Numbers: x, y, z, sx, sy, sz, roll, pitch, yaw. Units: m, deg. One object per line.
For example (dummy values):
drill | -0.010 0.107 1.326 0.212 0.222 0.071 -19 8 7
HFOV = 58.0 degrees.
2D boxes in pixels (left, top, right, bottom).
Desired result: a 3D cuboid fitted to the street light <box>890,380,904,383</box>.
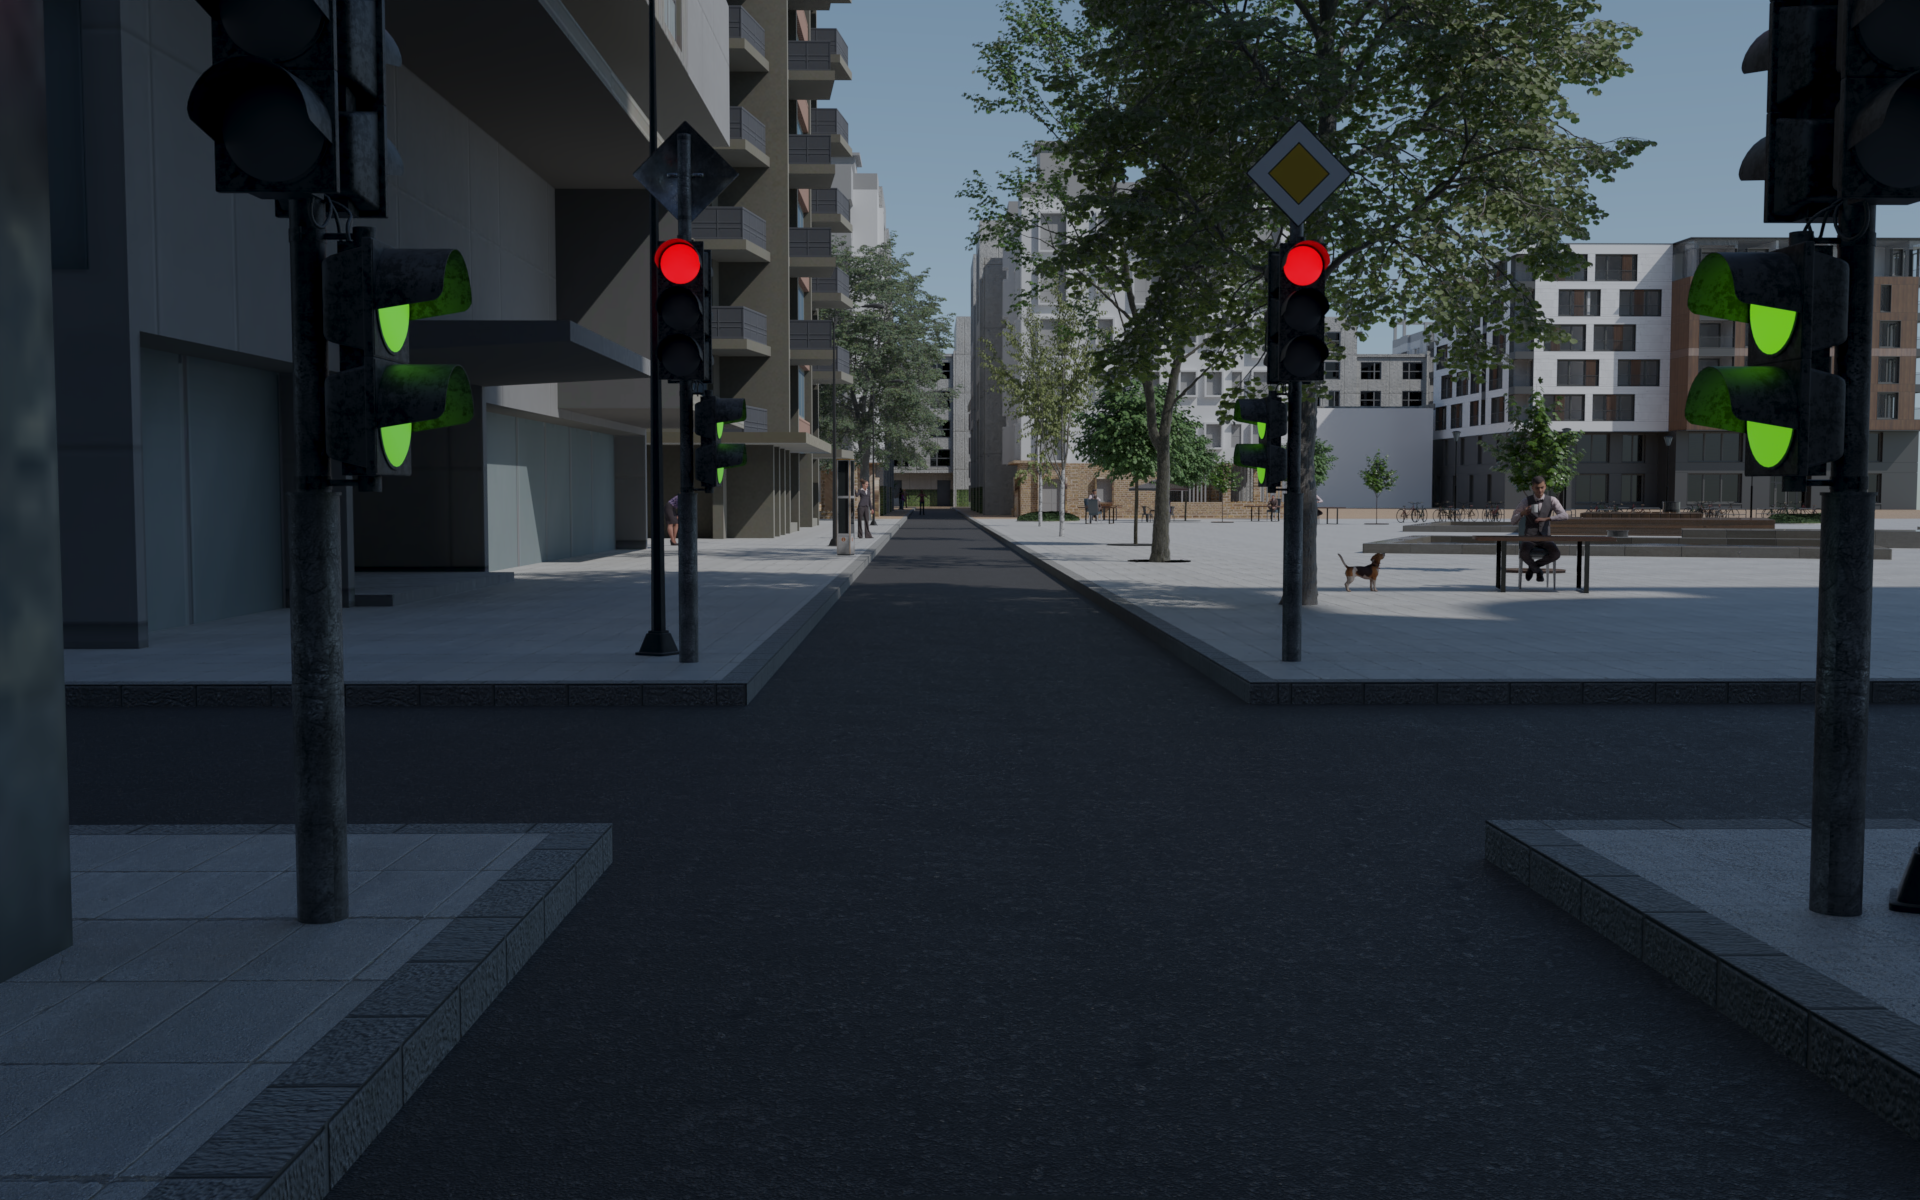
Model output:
street light | -2.979 -5.984 70.372 1.470 5.913 1.316 0 4 -1

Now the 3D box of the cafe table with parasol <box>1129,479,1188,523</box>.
cafe table with parasol | 8.911 -4.464 77.860 2.610 1.966 2.610 1 4 14

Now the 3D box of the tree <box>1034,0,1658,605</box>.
tree | 4.339 -6.230 19.995 7.486 12.596 7.792 0 3 0

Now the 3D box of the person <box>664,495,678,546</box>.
person | -6.995 -2.059 42.941 0.697 1.427 0.421 0 4 8

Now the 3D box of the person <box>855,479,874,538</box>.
person | -2.789 -2.626 49.779 0.445 1.727 0.742 1 4 20

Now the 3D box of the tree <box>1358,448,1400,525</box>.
tree | 17.676 -4.785 72.830 1.663 3.219 1.824 0 3 0

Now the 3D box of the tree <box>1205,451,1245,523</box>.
tree | 11.869 -5.061 77.349 1.663 3.219 1.824 0 3 0

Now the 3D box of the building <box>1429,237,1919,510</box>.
building | 61.285 -18.830 151.839 32.646 21.610 27.936 0 4 -1

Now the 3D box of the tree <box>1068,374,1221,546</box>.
tree | 4.429 -3.632 43.096 4.285 4.588 4.351 0 3 0

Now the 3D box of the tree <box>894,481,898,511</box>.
tree | -5.571 -8.474 133.144 1.663 3.219 1.824 0 3 0

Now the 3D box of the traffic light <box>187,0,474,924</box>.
traffic light | -1.907 -0.990 5.113 0.839 4.253 0.868 0 4 -1

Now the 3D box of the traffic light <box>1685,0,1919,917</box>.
traffic light | 2.674 -0.996 5.211 0.839 4.253 0.868 0 4 -1

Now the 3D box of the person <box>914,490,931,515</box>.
person | -2.584 -6.693 118.652 1.217 1.743 0.721 -1 4 -12

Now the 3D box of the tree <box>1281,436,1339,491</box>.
tree | 17.359 -6.326 87.147 4.285 4.588 4.351 0 3 0

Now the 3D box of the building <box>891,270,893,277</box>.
building | -22.303 -18.753 150.586 32.646 21.610 27.936 0 4 -1

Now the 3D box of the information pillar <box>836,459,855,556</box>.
information pillar | -2.387 -1.936 36.151 0.304 2.012 0.304 1 4 15

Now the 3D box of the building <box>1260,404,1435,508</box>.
building | 29.932 -13.389 161.052 28.070 9.664 9.099 0 4 -1

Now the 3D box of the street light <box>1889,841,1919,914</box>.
street light | 2.506 -1.997 5.195 1.470 5.913 1.316 0 4 -1

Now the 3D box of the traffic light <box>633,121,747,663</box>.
traffic light | -2.051 -1.479 13.097 0.839 4.253 0.868 0 4 -1

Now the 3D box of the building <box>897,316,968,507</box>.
building | -0.516 -19.226 180.800 31.486 18.905 16.747 0 4 -1

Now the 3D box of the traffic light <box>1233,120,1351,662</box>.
traffic light | 2.529 -1.485 13.195 0.839 4.253 0.868 0 4 -1

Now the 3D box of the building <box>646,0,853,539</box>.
building | -15.236 -24.865 61.165 22.147 44.769 28.867 0 4 -1

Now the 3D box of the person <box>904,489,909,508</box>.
person | -5.041 -9.209 157.166 0.990 1.755 0.434 1 4 19

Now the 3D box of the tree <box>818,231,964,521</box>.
tree | -4.692 -10.796 83.173 9.857 13.997 8.962 0 3 0

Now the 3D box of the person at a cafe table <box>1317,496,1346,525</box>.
person at a cafe table | 15.189 -3.974 73.492 1.698 1.524 1.622 -1 4 -23

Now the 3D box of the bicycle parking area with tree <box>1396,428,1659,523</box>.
bicycle parking area with tree | 24.555 -5.509 77.077 9.016 4.147 8.231 -2 4 -33

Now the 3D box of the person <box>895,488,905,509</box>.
person | -4.974 -8.474 144.605 0.705 1.822 1.348 2 4 32

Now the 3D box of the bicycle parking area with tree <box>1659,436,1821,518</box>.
bicycle parking area with tree | 35.970 -5.906 83.558 9.016 4.147 8.231 -1 4 -10

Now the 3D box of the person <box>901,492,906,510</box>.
person | -4.535 -7.977 139.688 0.599 1.433 0.991 -1 4 -15

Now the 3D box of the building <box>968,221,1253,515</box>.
building | 9.488 -15.547 120.656 16.747 18.905 31.486 0 4 -1

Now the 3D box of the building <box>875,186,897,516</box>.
building | -13.111 -15.226 115.396 16.747 18.905 31.486 0 4 -1

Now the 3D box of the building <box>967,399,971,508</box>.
building | 5.504 -12.780 151.096 9.099 9.664 28.070 0 4 -1

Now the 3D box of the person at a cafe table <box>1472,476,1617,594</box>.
person at a cafe table | 7.724 -0.891 23.075 1.698 1.524 1.622 1 4 12

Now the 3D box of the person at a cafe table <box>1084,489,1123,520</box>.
person at a cafe table | 6.845 -4.692 85.226 1.622 1.524 1.698 3 5 42

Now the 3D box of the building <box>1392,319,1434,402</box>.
building | 52.726 -19.882 181.487 11.380 20.091 16.016 0 4 -1

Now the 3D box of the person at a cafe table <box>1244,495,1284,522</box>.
person at a cafe table | 14.498 -4.309 81.312 1.698 1.238 1.726 3 4 37

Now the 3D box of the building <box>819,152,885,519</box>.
building | -12.101 -14.530 93.981 16.016 20.091 11.380 0 4 -1

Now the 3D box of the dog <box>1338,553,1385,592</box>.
dog | 5.290 -0.366 22.818 0.406 0.507 0.540 3 5 44

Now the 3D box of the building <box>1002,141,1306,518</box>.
building | 10.518 -14.824 98.799 16.016 20.091 11.380 0 4 -1

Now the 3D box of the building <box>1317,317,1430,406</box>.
building | 30.970 -19.242 181.072 31.486 18.905 16.747 0 4 -1

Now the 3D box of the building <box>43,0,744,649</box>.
building | -18.089 -26.637 24.751 28.713 52.752 27.495 0 4 -1

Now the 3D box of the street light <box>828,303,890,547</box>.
street light | -2.531 -4.268 42.324 1.470 5.913 1.316 0 4 -1

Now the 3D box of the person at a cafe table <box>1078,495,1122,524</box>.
person at a cafe table | 5.900 -3.875 74.217 1.698 1.238 1.726 1 4 19

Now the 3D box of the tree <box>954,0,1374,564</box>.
tree | 3.721 -6.503 32.083 9.928 11.665 9.643 0 3 0

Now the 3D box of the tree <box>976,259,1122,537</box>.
tree | 2.900 -6.227 52.181 4.737 8.622 4.395 0 3 0

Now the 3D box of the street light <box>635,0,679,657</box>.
street light | -1.867 -2.515 13.668 1.470 5.913 1.316 0 4 -1

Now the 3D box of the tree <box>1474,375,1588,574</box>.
tree | 9.406 -2.054 28.182 1.663 3.219 1.824 0 3 0
